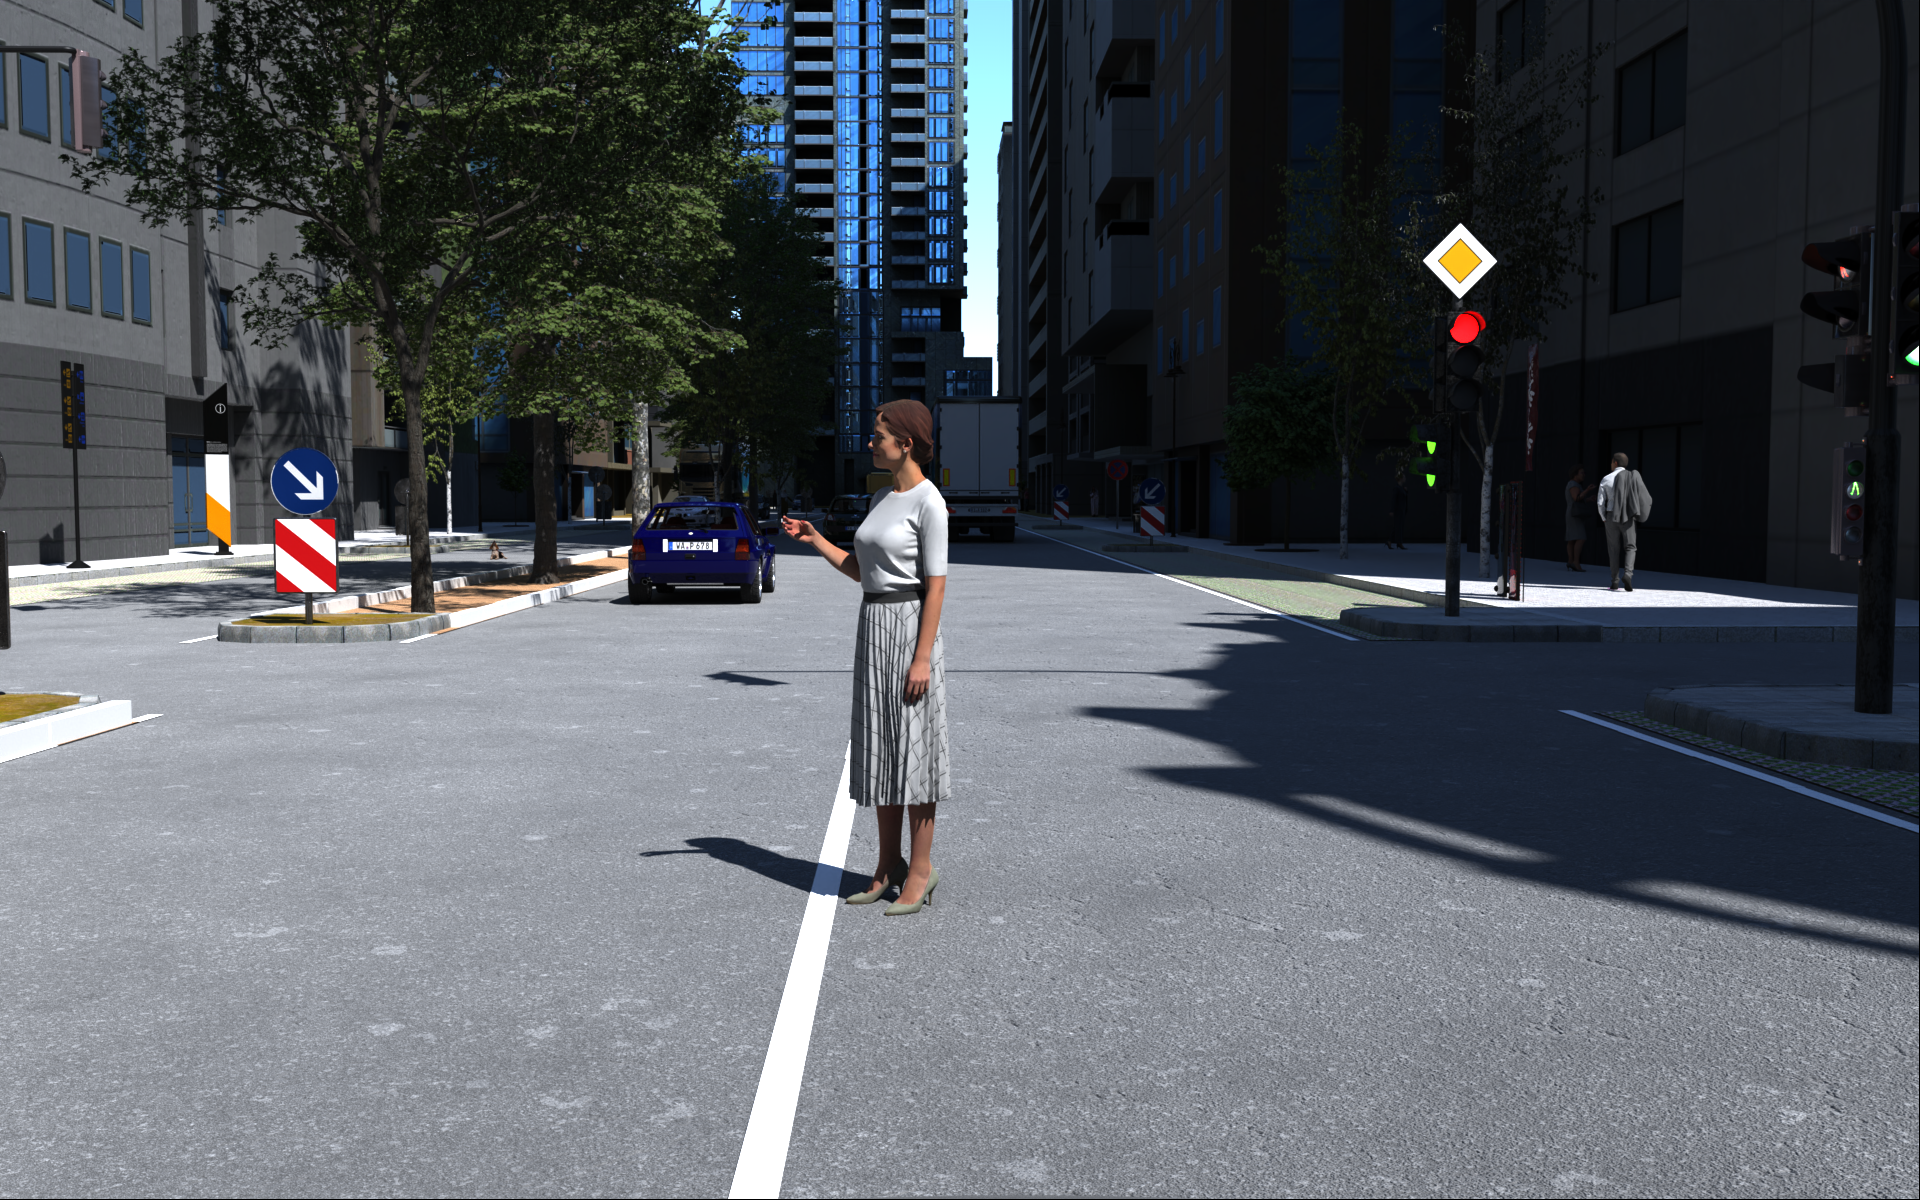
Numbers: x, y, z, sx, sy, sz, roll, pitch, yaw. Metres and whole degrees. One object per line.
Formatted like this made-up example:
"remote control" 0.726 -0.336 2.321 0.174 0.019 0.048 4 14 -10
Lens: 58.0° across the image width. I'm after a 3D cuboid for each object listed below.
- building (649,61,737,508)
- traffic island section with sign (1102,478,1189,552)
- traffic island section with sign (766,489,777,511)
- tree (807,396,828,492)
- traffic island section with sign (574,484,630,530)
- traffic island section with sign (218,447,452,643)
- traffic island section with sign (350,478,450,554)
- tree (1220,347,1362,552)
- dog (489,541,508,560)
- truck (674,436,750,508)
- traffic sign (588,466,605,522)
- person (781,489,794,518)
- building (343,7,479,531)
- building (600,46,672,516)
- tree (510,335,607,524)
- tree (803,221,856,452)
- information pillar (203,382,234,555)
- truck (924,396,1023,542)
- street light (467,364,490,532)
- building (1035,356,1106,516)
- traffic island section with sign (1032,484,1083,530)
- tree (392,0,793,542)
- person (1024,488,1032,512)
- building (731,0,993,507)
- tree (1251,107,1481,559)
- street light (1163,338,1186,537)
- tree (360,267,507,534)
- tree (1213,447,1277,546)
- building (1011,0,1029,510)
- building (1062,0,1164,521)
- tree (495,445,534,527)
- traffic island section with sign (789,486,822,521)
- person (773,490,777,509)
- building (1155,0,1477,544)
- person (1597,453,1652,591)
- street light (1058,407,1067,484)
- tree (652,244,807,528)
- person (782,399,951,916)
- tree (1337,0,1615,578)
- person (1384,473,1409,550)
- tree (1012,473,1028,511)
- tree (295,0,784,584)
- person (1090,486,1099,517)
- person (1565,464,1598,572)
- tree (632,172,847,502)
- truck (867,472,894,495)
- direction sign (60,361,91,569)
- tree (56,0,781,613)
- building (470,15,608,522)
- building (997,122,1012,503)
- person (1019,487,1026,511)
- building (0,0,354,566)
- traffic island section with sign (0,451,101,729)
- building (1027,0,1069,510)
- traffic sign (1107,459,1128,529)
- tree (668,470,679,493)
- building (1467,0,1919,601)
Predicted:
"building" -32.277 -28.103 151.361 23.993 40.220 32.217 0 4 -1
"traffic island section with sign" 4.590 -2.117 43.248 1.989 1.847 2.006 0 4 -1
"traffic island section with sign" -16.202 -8.508 147.739 1.989 1.847 2.006 0 4 -1
"tree" -7.511 -7.279 71.826 4.737 8.622 4.395 0 3 0
"traffic island section with sign" -14.280 -3.711 69.301 1.989 1.847 2.006 0 4 -1
"traffic island section with sign" -6.412 -0.577 17.575 2.006 1.907 1.989 0 4 -1
"traffic island section with sign" -13.620 -2.063 42.354 1.989 1.847 2.006 0 4 -1
"tree" 7.332 -3.366 38.749 4.285 4.588 4.351 0 3 0
"dog" -10.147 -1.102 38.209 0.550 0.427 0.748 3 5 40
"truck" -12.025 -5.927 85.821 2.839 4.237 11.283 0 4 0
"traffic sign" -16.535 -4.814 78.815 0.768 2.556 0.104 0 4 0
"person" -9.563 -5.237 94.848 0.721 1.736 1.217 3 5 41
"building" -26.302 -23.147 62.042 14.154 41.232 14.086 0 4 -1
"building" -30.050 -27.633 106.423 22.147 44.769 28.867 0 4 -1
"tree" -17.025 -7.586 74.390 4.360 8.622 3.978 0 3 0
"tree" -7.734 -8.765 63.886 7.486 12.596 7.792 0 3 0
"information pillar" -15.529 -2.745 36.229 0.504 3.616 0.183 -3 5 -41
"truck" 0.340 -4.045 55.051 2.839 4.237 11.283 0 4 -2
"street light" -16.376 -5.270 58.958 0.468 5.910 1.993 0 4 -1
"building" 15.604 -40.833 105.863 20.563 71.187 20.611 0 4 -1
"traffic island section with sign" 3.927 -3.766 70.195 1.989 1.847 2.006 0 4 -1
"tree" -8.232 -11.002 38.231 12.611 20.169 13.585 0 3 0
"person" 4.935 -7.267 125.580 0.721 1.743 1.217 2 4 26
"building" -12.334 -53.479 187.049 31.000 86.520 22.319 0 4 -1
"tree" 7.820 -5.112 33.950 4.737 8.622 4.395 0 3 0
"street light" 6.366 -4.815 51.507 0.468 5.910 1.993 0 4 -1
"tree" -16.606 -6.415 55.253 4.737 8.622 4.395 0 3 0
"tree" 7.089 -2.969 43.139 1.663 3.219 1.824 0 3 0
"building" 15.102 -37.406 153.582 21.231 58.520 28.212 0 4 -1
"building" 19.146 -29.960 79.083 28.713 52.752 27.495 0 4 -1
"tree" -17.441 -4.513 68.386 1.663 3.219 1.824 0 3 0
"traffic island section with sign" -8.264 -5.172 92.691 2.006 1.907 1.989 0 4 -1
"person" -16.884 -9.140 158.075 1.348 1.807 0.705 -1 4 -23
"building" 13.565 -24.481 50.371 14.600 45.320 14.200 0 4 -1
"person" 8.819 -1.031 23.000 0.679 1.850 0.850 1 4 17
"street light" 5.430 -7.306 92.237 0.468 5.910 1.993 0 4 -1
"tree" -6.668 -5.798 47.624 4.737 8.622 4.395 0 3 0
"person" -0.291 0.191 5.955 0.524 1.755 0.480 -3 4 -37
"tree" 8.031 -4.660 26.560 4.360 8.622 3.978 0 3 0
"person" 10.124 -2.058 40.106 0.534 1.772 0.576 1 4 10
"tree" 4.095 -8.842 139.167 1.663 3.219 1.824 0 3 0
"tree" -6.731 -6.549 27.658 7.486 12.596 7.792 0 3 0
"person" 7.499 -5.507 96.759 0.551 1.740 0.621 0 4 6
"person" 10.279 -1.360 28.636 0.532 1.782 0.716 1 4 21
"tree" -7.372 -7.763 55.131 9.928 11.665 9.643 0 3 0
"truck" -6.675 -9.591 152.741 3.469 3.379 9.791 0 4 0
"direction sign" -15.273 -2.318 29.902 0.379 3.537 0.876 0 4 -5
"tree" -6.205 -5.091 20.100 8.767 10.594 7.601 0 4 -1
"building" -25.540 -26.540 84.044 14.600 45.320 14.200 0 4 -1
"building" 11.234 -30.616 184.172 14.086 41.232 14.154 0 4 -1
"person" 4.641 -7.607 130.421 0.705 1.823 1.348 2 4 33
"building" -27.072 -29.993 32.393 21.231 58.520 28.212 0 4 -1
"traffic island section with sign" -6.241 -0.124 10.170 2.006 1.907 1.989 0 4 -1
"building" 16.385 -30.908 129.051 21.300 48.544 21.600 0 4 -1
"traffic sign" 5.764 -3.869 63.360 0.768 2.556 0.104 0 4 5
"tree" -17.820 -7.071 110.216 1.663 3.219 1.824 0 3 0
"building" 21.654 -35.966 26.291 20.611 71.187 20.563 0 4 -1
